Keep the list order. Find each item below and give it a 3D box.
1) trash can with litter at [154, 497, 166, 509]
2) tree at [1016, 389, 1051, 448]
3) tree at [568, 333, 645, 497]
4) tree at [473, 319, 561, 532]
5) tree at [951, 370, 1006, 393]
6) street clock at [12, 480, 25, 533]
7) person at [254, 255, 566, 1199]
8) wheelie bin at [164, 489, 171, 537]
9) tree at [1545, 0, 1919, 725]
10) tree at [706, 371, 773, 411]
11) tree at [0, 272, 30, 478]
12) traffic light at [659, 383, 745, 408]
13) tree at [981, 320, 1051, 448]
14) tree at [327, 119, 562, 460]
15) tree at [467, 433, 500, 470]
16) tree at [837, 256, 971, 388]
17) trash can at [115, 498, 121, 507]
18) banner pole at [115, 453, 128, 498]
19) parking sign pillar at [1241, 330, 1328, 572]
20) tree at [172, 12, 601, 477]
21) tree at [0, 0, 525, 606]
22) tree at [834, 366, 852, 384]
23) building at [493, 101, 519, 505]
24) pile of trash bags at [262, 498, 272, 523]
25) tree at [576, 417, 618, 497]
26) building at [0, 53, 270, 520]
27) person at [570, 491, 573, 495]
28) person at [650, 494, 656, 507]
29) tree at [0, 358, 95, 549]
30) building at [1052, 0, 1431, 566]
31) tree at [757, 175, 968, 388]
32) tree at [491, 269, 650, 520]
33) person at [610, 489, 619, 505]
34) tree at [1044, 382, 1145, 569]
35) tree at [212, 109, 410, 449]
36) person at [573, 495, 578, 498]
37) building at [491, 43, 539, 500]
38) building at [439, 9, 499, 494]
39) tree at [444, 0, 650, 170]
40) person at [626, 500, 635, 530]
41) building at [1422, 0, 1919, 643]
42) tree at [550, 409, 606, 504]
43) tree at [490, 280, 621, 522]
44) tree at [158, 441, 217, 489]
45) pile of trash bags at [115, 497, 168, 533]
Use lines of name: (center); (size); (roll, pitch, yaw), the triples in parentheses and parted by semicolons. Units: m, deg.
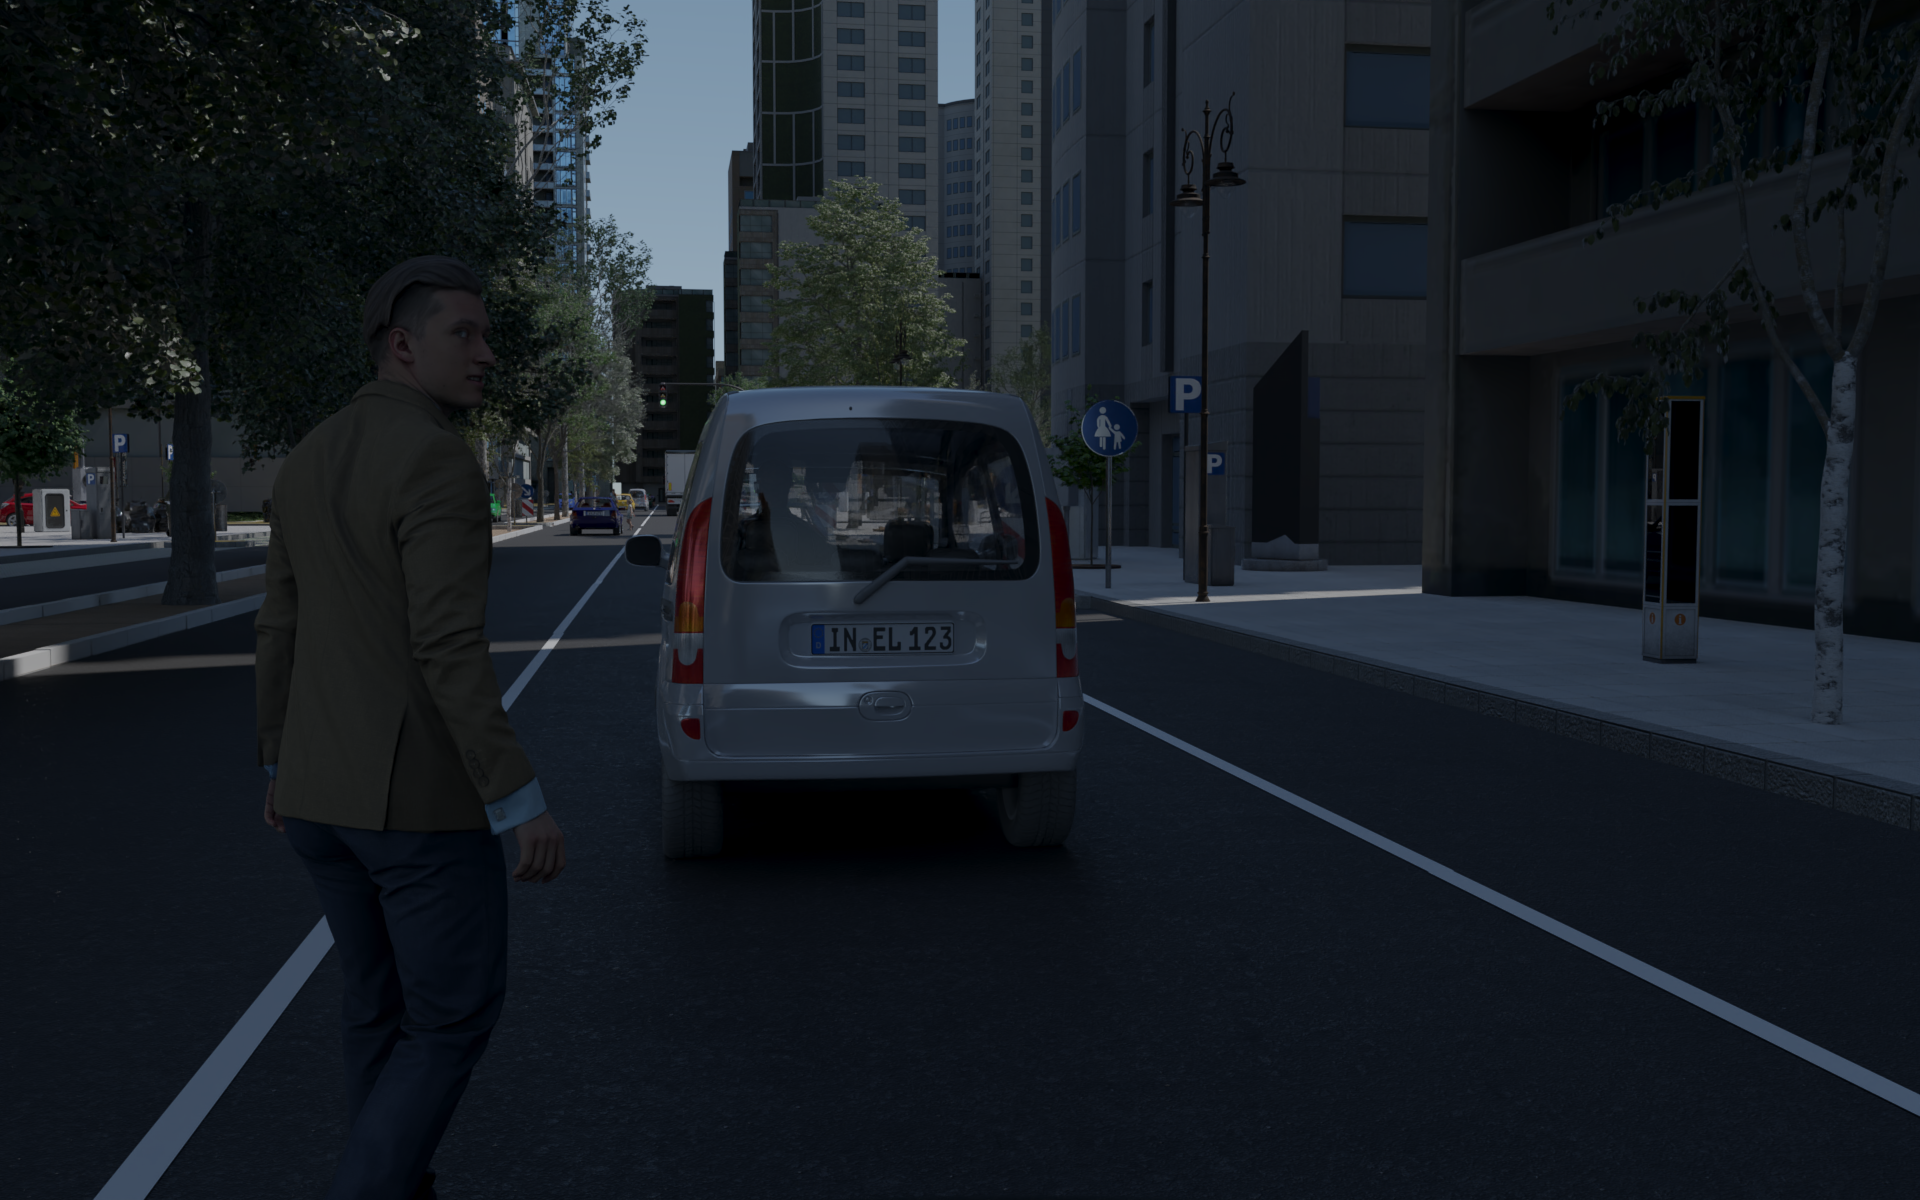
trash can with litter: (-28.219, -3.089, 61.890); (0.624, 1.170, 1.055); (1, 4, 13)
tree: (4.614, -10.078, 115.141); (4.360, 8.622, 3.978); (0, 3, 0)
tree: (-29.424, -13.941, 137.053); (9.857, 13.997, 8.962); (0, 3, 0)
tree: (-17.170, -6.907, 65.743); (4.360, 8.622, 3.978); (0, 3, 0)
tree: (0.295, -9.390, 103.892); (4.360, 8.622, 3.978); (0, 3, 0)
street clock: (-31.008, -3.214, 57.116); (0.471, 2.002, 0.358); (3, 4, 38)
person: (-0.944, 0.336, 2.922); (0.656, 1.842, 0.836); (1, 4, 8)
wheelie bin: (-23.425, -2.699, 52.034); (0.980, 1.594, 0.693); (1, 4, 18)
tree: (4.982, -3.626, 9.649); (4.360, 8.622, 3.978); (0, 3, 0)
tree: (-17.505, -13.450, 145.670); (9.928, 11.665, 9.643); (0, 3, 0)
tree: (-21.058, -5.270, 36.535); (4.737, 8.622, 4.395); (0, 3, 0)
traffic light: (-9.914, -5.897, 71.089); (4.771, 5.953, 1.251); (-1, 4, -10)
tree: (3.703, -9.693, 92.887); (7.601, 10.594, 8.767); (1, 4, 17)
tree: (-14.639, -7.692, 46.355); (7.486, 12.596, 7.792); (0, 3, 0)
tree: (-39.902, -11.778, 142.940); (4.737, 8.622, 4.395); (0, 3, 0)
tree: (-1.912, -6.294, 53.267); (4.737, 8.622, 4.395); (0, 3, 0)
trash can: (-29.904, -3.012, 60.901); (0.748, 1.137, 0.748); (0, 3, 0)
banner pole: (-37.640, -5.362, 77.681); (0.863, 3.779, 0.401); (1, 4, 21)
parking sign pillar: (5.495, -2.492, 29.220); (1.447, 3.967, 1.447); (-2, 4, -27)
tree: (-12.890, -7.243, 37.891); (9.611, 12.733, 9.660); (0, 3, 0)
tree: (-9.993, -6.912, 22.126); (9.857, 13.997, 8.962); (0, 3, 0)
tree: (-5.690, -8.729, 93.077); (4.360, 8.622, 3.978); (0, 3, 0)
building: (-58.512, -34.145, 177.873); (23.786, 49.044, 30.456); (-1, 4, -10)
pile of trash bags: (-30.833, -4.239, 79.058); (1.912, 1.369, 3.447); (-1, 4, -20)
tree: (-30.506, -11.713, 144.330); (4.360, 8.622, 3.978); (0, 3, 0)
building: (-46.122, -30.987, 95.876); (28.713, 52.752, 27.495); (-1, 4, -10)
person: (-38.912, -10.020, 173.011); (0.721, 1.739, 1.217); (-1, 4, -17)
person: (-34.838, -11.285, 196.245); (0.697, 1.427, 0.421); (1, 4, 11)
tree: (-22.599, -3.529, 41.418); (4.285, 4.588, 4.351); (0, 3, 0)
building: (13.063, -30.736, 44.530); (21.231, 58.520, 28.212); (-1, 4, -10)
tree: (-3.452, -8.816, 62.273); (7.486, 12.596, 7.792); (0, 3, 0)
tree: (-21.920, -11.075, 93.905); (12.009, 13.543, 11.850); (0, 3, 0)
person: (-24.218, -6.887, 121.197); (0.616, 1.811, 0.778); (1, 4, 14)
tree: (2.268, -2.171, 30.105); (1.663, 3.219, 1.824); (0, 3, 0)
tree: (-11.274, -4.694, 29.560); (4.737, 8.622, 4.395); (0, 3, 0)
person: (-47.574, -12.588, 214.303); (0.705, 1.826, 1.348); (1, 4, 16)
building: (-65.171, -37.805, 207.347); (27.495, 52.752, 28.713); (-1, 4, -10)
building: (-49.793, -30.972, 156.496); (14.600, 45.320, 14.200); (-1, 4, -10)
tree: (-16.980, -12.134, 56.732); (12.611, 20.169, 13.585); (0, 3, 0)
person: (-12.971, -3.353, 68.337); (0.382, 1.210, 0.505); (-1, 4, -22)
building: (18.233, -23.773, 12.395); (21.300, 48.544, 21.600); (-1, 4, -10)
tree: (-26.051, -10.068, 117.430); (4.737, 8.622, 4.395); (0, 3, 0)
tree: (-19.995, -9.441, 82.573); (9.928, 11.665, 9.643); (0, 3, 0)
tree: (-24.705, -3.700, 55.099); (1.663, 3.219, 1.824); (0, 3, 0)
pile of trash bags: (-26.889, -2.941, 57.846); (1.912, 1.369, 3.447); (1, 4, 18)
